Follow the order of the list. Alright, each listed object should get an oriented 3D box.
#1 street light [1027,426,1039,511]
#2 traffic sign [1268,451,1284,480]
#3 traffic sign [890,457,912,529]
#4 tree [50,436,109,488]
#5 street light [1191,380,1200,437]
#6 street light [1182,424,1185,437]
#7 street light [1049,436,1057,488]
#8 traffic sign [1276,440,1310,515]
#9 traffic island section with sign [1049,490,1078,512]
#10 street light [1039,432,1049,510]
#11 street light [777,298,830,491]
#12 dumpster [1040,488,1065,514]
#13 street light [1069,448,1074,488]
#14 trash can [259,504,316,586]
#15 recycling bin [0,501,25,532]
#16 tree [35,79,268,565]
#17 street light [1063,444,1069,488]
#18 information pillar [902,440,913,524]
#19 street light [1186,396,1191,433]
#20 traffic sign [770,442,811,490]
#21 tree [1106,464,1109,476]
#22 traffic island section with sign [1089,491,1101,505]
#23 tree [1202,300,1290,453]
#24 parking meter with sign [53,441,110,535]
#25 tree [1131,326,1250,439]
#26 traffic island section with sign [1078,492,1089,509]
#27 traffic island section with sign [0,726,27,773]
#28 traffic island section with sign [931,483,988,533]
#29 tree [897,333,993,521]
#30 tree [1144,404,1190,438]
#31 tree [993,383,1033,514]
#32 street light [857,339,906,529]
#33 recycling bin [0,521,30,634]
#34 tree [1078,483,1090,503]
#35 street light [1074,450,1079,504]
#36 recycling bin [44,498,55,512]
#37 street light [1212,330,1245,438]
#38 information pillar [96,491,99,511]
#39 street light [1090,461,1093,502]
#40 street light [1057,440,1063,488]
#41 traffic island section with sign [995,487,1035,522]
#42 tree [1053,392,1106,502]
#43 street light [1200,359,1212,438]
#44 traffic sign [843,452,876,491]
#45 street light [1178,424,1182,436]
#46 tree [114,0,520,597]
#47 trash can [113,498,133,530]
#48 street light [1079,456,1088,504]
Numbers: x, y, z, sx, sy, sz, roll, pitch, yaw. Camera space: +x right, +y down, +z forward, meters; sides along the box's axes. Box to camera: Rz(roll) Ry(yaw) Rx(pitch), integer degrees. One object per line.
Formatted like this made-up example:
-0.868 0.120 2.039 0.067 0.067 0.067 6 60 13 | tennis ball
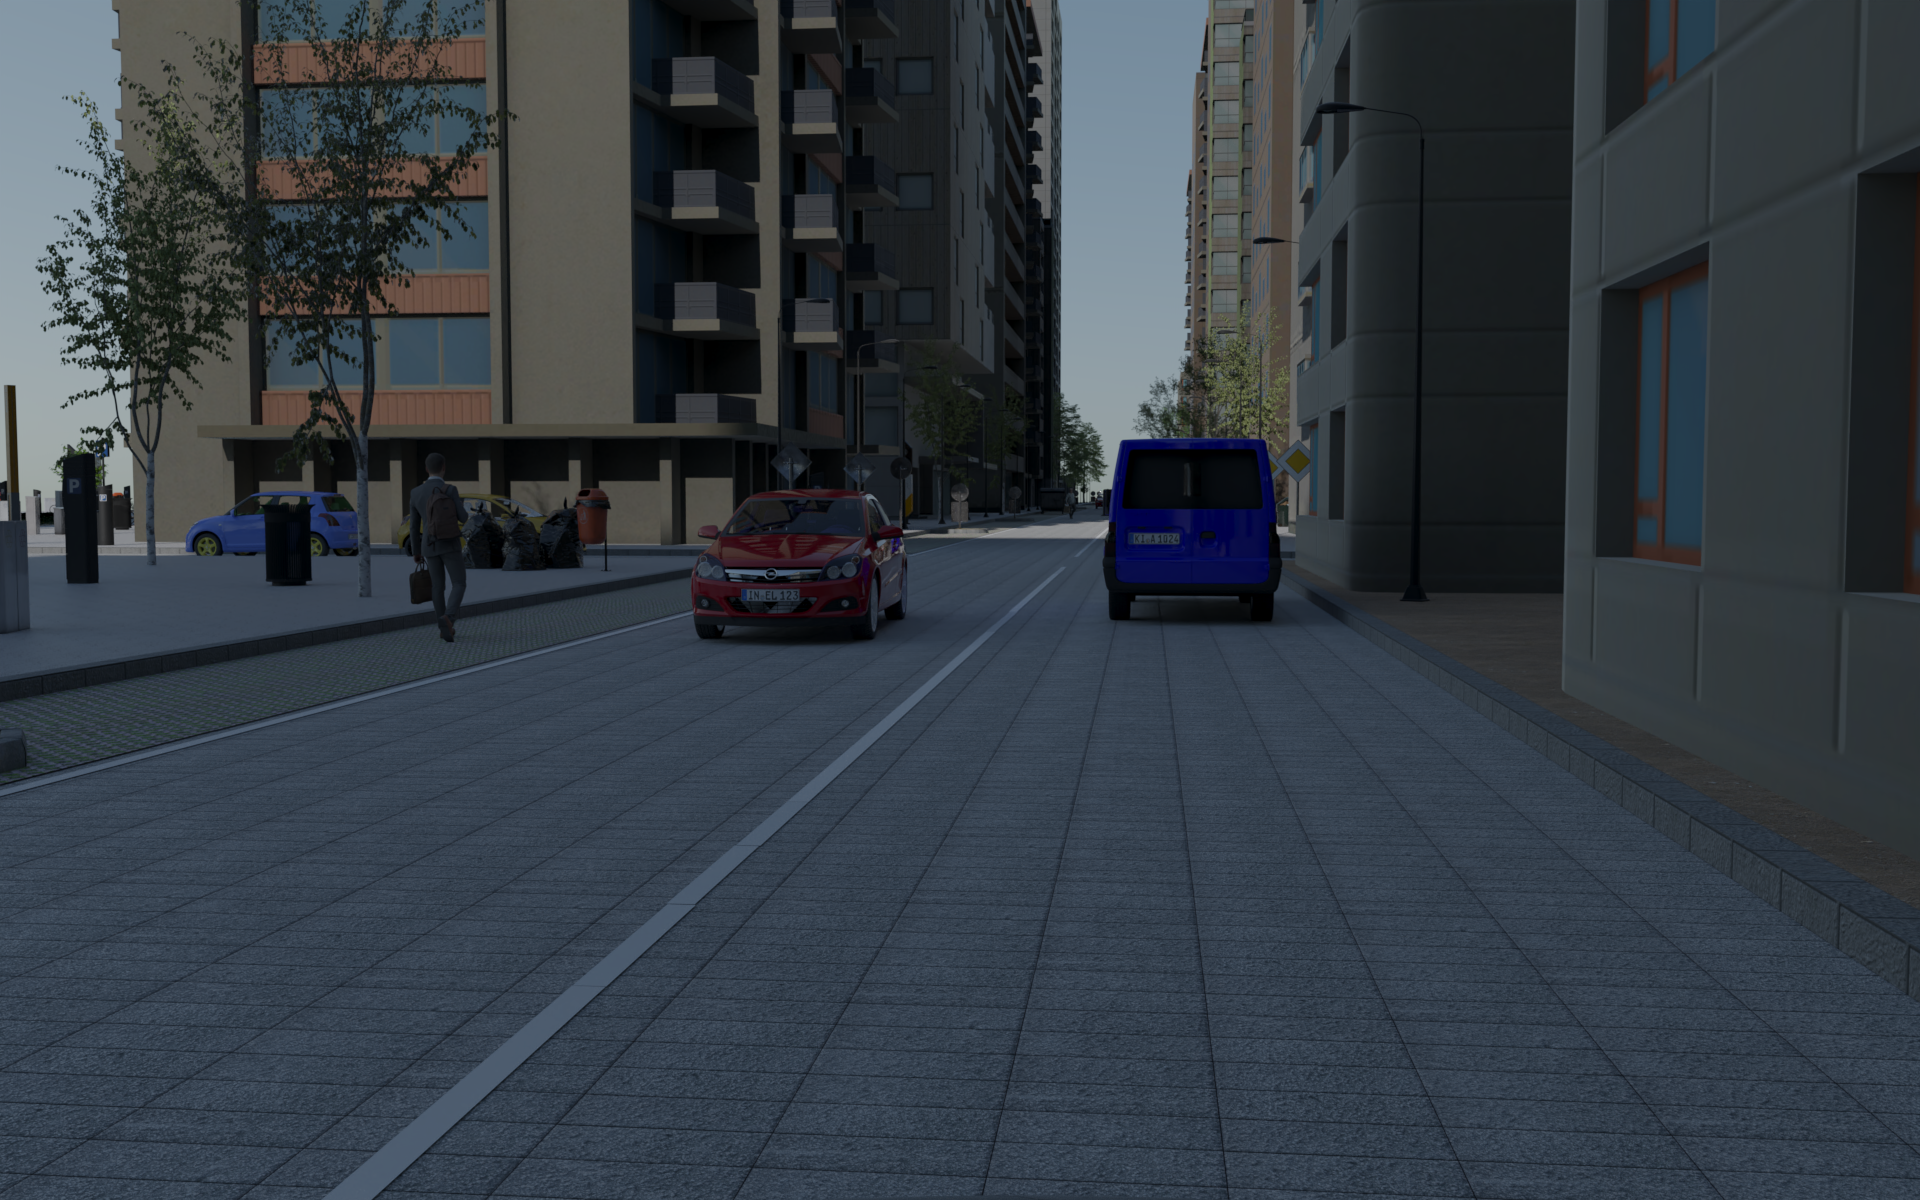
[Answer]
4.433 -8.883 117.776 1.470 5.913 1.316 0 4 6 | street light
7.110 -2.226 40.034 0.795 2.450 0.064 0 4 6 | traffic sign
-2.055 -3.657 59.905 0.768 2.556 0.104 1 4 12 | traffic sign
-29.345 -3.883 58.095 1.663 3.219 1.824 0 3 0 | tree
10.268 -5.988 70.448 1.470 5.913 1.316 0 4 6 | street light
12.758 -7.348 92.675 1.470 5.913 1.316 0 4 6 | street light
6.801 -10.203 139.362 1.470 5.913 1.316 0 4 6 | street light
6.253 -1.740 32.094 0.795 2.450 0.064 0 4 6 | traffic sign
8.243 -8.016 139.697 1.989 1.847 2.006 0 4 6 | traffic island section with sign
5.654 -9.549 128.672 1.470 5.913 1.316 0 4 6 | street light
-3.773 -4.202 41.248 1.470 5.913 1.316 0 4 6 | street light
6.609 -7.043 123.367 1.865 1.857 1.264 0 4 5 | dumpster
10.402 -12.255 172.907 1.470 5.913 1.316 0 4 6 | street light
-9.432 -0.775 24.319 0.748 1.137 0.748 0 3 0 | trash can
-34.565 -3.072 62.777 0.722 1.027 0.722 0 4 0 | recycling bin
-14.691 -4.949 31.271 4.737 8.622 4.395 0 3 0 | tree
9.186 -11.580 161.868 1.470 5.913 1.316 0 4 6 | street light
-2.220 -5.002 73.131 0.504 3.616 0.183 3 4 38 | information pillar
11.530 -6.694 81.993 1.470 5.913 1.316 0 4 6 | street light
-3.234 -1.804 33.136 0.795 2.450 0.064 0 4 6 | traffic sign
19.700 -21.647 272.049 7.486 12.596 7.792 0 3 0 | tree
17.163 -13.069 222.300 1.989 1.847 2.006 0 4 6 | traffic island section with sign
11.155 -7.114 66.682 4.737 8.622 4.395 0 3 0 | tree
-28.052 -3.610 55.283 0.543 3.016 1.738 2 4 25 | parking meter with sign
13.742 -9.946 97.021 8.767 10.594 7.601 0 4 7 | tree
11.200 -9.692 167.085 1.989 1.847 2.006 0 4 6 | traffic island section with sign
-5.911 -0.001 8.642 1.989 1.847 2.006 0 4 6 | traffic island section with sign
0.013 -3.355 63.480 1.989 1.847 2.006 0 4 6 | traffic island section with sign
-0.871 -7.836 78.488 4.737 8.622 4.395 0 3 0 | tree
24.907 -16.593 197.050 9.928 11.665 9.643 0 3 0 | tree
2.606 -9.932 112.756 4.737 8.622 4.395 0 3 0 | tree
-2.519 -4.873 52.216 1.470 5.913 1.316 0 4 6 | street light
-9.164 -0.218 16.113 0.722 1.027 0.722 -1 4 -10 | recycling bin
18.913 -16.391 262.596 1.663 3.219 1.824 0 3 0 | tree
11.593 -12.908 183.593 1.470 5.913 1.316 0 4 6 | street light
-61.186 -6.358 116.510 0.722 1.027 0.722 -2 4 -26 | recycling bin
7.948 -4.679 49.037 1.470 5.913 1.316 0 4 6 | street light
-44.160 -5.135 88.443 0.304 2.012 0.304 1 4 11 | information pillar
16.832 -15.956 233.421 1.470 5.913 1.316 0 4 6 | street light
7.897 -10.857 150.058 1.470 5.913 1.316 0 4 6 | street light
2.905 -4.994 90.280 1.989 1.847 2.006 0 4 6 | traffic island section with sign
10.525 -16.798 192.766 7.486 12.596 7.792 0 3 0 | tree
9.118 -5.332 59.725 1.470 5.913 1.316 0 4 6 | street light
-2.377 -2.289 41.075 0.795 2.450 0.064 0 4 6 | traffic sign
14.920 -8.668 114.259 1.470 5.913 1.316 0 4 6 | street light
-7.664 -4.340 21.317 4.360 8.622 3.978 0 3 0 | tree
-30.001 -3.079 61.999 0.748 1.137 0.748 0 3 0 | trash can
14.604 -14.595 211.172 1.470 5.913 1.316 0 4 6 | street light
